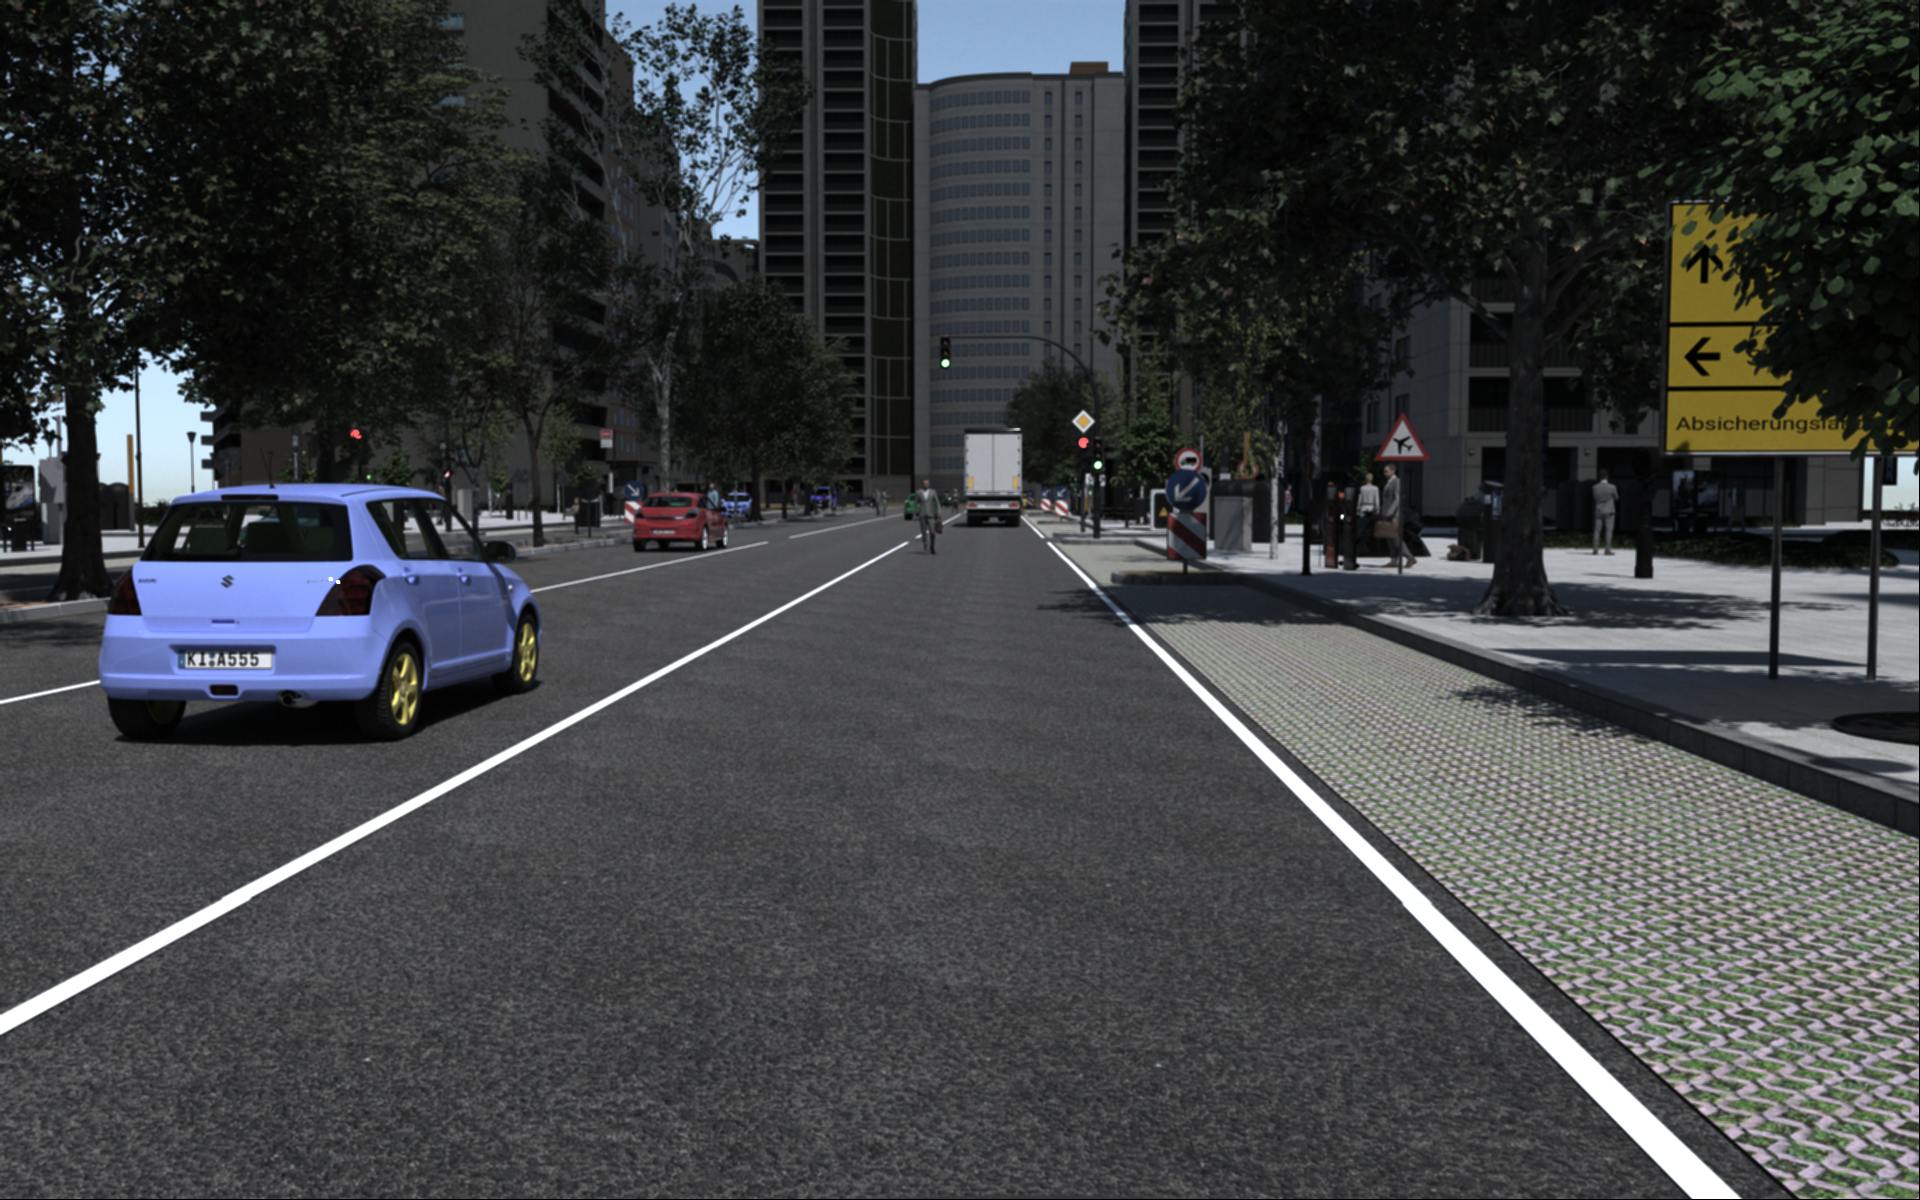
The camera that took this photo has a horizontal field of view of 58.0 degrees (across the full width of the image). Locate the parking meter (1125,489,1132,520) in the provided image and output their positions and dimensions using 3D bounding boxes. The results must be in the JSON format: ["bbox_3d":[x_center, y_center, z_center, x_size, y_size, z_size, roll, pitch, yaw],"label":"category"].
[{"bbox_3d":[8.236,-4.664,84.674,0.372,1.533,0.369,0,3,0],"label":"parking meter"}]

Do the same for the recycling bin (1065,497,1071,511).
[{"bbox_3d":[8.282,-7.091,128.485,0.722,1.027,0.722,-2,4,-30],"label":"recycling bin"}]

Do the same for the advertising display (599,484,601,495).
[{"bbox_3d":[-21.481,-5.997,103.260,0.123,1.923,0.974,-1,4,-11],"label":"advertising display"}]

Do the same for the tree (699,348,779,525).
[{"bbox_3d":[-10.424,-7.802,80.389,4.360,8.622,3.978,0,3,0],"label":"tree"}]

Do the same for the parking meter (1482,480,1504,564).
[{"bbox_3d":[9.871,-1.445,32.040,0.372,1.533,0.369,0,3,0],"label":"parking meter"}]

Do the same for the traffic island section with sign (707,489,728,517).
[{"bbox_3d":[-15.726,-6.188,109.796,1.989,1.847,2.006,0,4,1],"label":"traffic island section with sign"}]

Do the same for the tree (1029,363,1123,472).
[{"bbox_3d":[8.578,-11.526,122.865,7.601,10.594,8.767,-1,4,-15],"label":"tree"}]

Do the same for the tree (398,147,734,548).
[{"bbox_3d":[-10.976,-6.629,45.261,8.767,10.594,7.601,0,4,1],"label":"tree"}]

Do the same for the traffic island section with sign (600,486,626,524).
[{"bbox_3d":[-16.335,-4.539,82.847,1.989,1.847,2.006,0,4,1],"label":"traffic island section with sign"}]

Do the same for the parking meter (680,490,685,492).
[{"bbox_3d":[-18.725,-6.629,116.802,0.372,1.533,0.369,0,3,0],"label":"parking meter"}]

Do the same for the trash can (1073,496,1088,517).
[{"bbox_3d":[7.002,-5.331,98.811,0.748,1.137,0.748,0,3,0],"label":"trash can"}]

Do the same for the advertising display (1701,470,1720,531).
[{"bbox_3d":[20.220,-2.573,47.290,0.974,1.923,0.123,0,4,0],"label":"advertising display"}]

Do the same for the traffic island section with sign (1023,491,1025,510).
[{"bbox_3d":[6.413,-9.261,160.043,1.989,1.847,2.006,0,4,1],"label":"traffic island section with sign"}]

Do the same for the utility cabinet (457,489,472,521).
[{"bbox_3d":[-23.210,-4.432,81.144,0.318,1.500,1.173,0,4,3],"label":"utility cabinet"}]

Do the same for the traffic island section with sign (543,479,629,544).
[{"bbox_3d":[-10.921,-2.583,50.364,2.006,1.907,1.989,0,4,1],"label":"traffic island section with sign"}]

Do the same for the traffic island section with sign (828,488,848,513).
[{"bbox_3d":[-9.080,-7.630,132.890,2.006,1.907,1.989,0,4,1],"label":"traffic island section with sign"}]

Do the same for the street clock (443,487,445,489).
[{"bbox_3d":[-23.268,-4.511,78.319,0.358,2.002,0.471,-1,4,-13],"label":"street clock"}]

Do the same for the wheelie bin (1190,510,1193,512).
[{"bbox_3d":[11.009,-4.543,82.185,0.693,1.594,0.980,1,4,9],"label":"wheelie bin"}]

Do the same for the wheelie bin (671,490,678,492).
[{"bbox_3d":[-20.726,-7.191,125.474,0.980,1.594,0.693,1,4,13],"label":"wheelie bin"}]

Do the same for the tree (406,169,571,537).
[{"bbox_3d":[-10.963,-5.282,39.173,4.360,8.622,3.978,0,3,0],"label":"tree"}]

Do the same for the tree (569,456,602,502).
[{"bbox_3d":[-18.703,-5.643,86.866,1.663,3.219,1.824,0,3,0],"label":"tree"}]

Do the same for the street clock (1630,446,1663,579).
[{"bbox_3d":[10.407,-1.329,26.302,0.358,2.002,0.471,-1,4,-19],"label":"street clock"}]

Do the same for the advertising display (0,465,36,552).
[{"bbox_3d":[-20.934,-2.035,38.479,0.123,1.923,0.974,1,4,11],"label":"advertising display"}]

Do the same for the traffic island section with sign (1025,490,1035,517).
[{"bbox_3d":[5.278,-6.159,109.319,1.989,1.847,2.006,0,4,1],"label":"traffic island section with sign"}]

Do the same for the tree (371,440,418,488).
[{"bbox_3d":[-20.310,-4.145,62.372,1.663,3.219,1.824,0,3,0],"label":"tree"}]

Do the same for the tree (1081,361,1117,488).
[{"bbox_3d":[7.577,-7.551,73.815,4.737,8.622,4.395,0,3,0],"label":"tree"}]

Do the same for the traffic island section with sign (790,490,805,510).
[{"bbox_3d":[-14.620,-9.257,159.984,1.989,1.847,2.006,0,4,1],"label":"traffic island section with sign"}]

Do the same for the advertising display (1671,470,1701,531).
[{"bbox_3d":[19.194,-2.488,45.891,0.123,1.923,0.974,-1,4,-12],"label":"advertising display"}]

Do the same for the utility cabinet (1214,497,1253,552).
[{"bbox_3d":[6.170,-1.709,39.111,0.306,1.237,1.020,-2,4,-30],"label":"utility cabinet"}]

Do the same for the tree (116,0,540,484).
[{"bbox_3d":[-11.661,-6.798,31.725,7.486,12.596,7.792,0,3,0],"label":"tree"}]

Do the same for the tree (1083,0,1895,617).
[{"bbox_3d":[6.096,-6.184,18.112,9.611,12.733,9.660,0,3,0],"label":"tree"}]

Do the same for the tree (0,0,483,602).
[{"bbox_3d":[-11.800,-6.338,23.089,9.611,12.733,9.660,0,3,0],"label":"tree"}]

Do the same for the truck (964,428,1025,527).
[{"bbox_3d":[1.573,-5.523,79.211,2.839,4.237,11.283,0,4,2],"label":"truck"}]

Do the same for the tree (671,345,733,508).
[{"bbox_3d":[-18.265,-12.947,129.807,7.486,12.596,7.792,0,3,0],"label":"tree"}]

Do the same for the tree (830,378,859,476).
[{"bbox_3d":[-9.705,-9.748,96.243,8.767,10.594,7.601,0,4,1],"label":"tree"}]

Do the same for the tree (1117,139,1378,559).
[{"bbox_3d":[5.955,-5.112,33.950,4.737,8.622,4.395,0,3,0],"label":"tree"}]

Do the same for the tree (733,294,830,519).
[{"bbox_3d":[-10.451,-8.394,74.112,8.767,10.594,7.601,0,4,1],"label":"tree"}]

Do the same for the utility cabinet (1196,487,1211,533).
[{"bbox_3d":[8.326,-2.937,56.697,1.173,1.500,0.318,0,4,7],"label":"utility cabinet"}]

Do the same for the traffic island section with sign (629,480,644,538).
[{"bbox_3d":[-10.747,-3.036,57.769,2.006,1.907,1.989,0,4,1],"label":"traffic island section with sign"}]

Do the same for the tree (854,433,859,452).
[{"bbox_3d":[-9.073,-10.272,120.760,4.737,8.622,4.395,0,3,0],"label":"tree"}]

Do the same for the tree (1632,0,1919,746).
[{"bbox_3d":[5.372,-1.554,9.122,4.285,4.588,4.351,0,3,0],"label":"tree"}]

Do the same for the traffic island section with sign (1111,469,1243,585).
[{"bbox_3d":[3.470,-1.186,28.014,1.989,1.847,2.006,0,4,1],"label":"traffic island section with sign"}]

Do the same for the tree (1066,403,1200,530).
[{"bbox_3d":[6.880,-4.788,62.004,4.285,4.588,4.351,0,3,0],"label":"tree"}]

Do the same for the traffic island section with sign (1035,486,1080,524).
[{"bbox_3d":[4.684,-4.510,82.370,1.989,1.847,2.006,0,4,1],"label":"traffic island section with sign"}]

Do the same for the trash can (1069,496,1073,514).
[{"bbox_3d":[7.259,-5.957,109.054,0.748,1.137,0.748,0,3,0],"label":"trash can"}]

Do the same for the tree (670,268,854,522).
[{"bbox_3d":[-10.338,-10.267,87.337,9.611,12.733,9.660,0,3,0],"label":"tree"}]

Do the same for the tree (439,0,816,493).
[{"bbox_3d":[-11.973,-12.558,63.663,12.611,20.169,13.585,0,3,0],"label":"tree"}]

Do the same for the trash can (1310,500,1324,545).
[{"bbox_3d":[9.078,-1.972,43.893,0.748,1.137,0.748,0,3,0],"label":"trash can"}]

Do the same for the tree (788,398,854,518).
[{"bbox_3d":[-9.606,-9.928,115.146,4.737,8.622,4.395,0,3,0],"label":"tree"}]

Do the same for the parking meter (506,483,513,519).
[{"bbox_3d":[-22.759,-5.001,87.483,0.255,1.863,0.399,0,4,7],"label":"parking meter"}]

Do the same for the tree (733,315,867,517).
[{"bbox_3d":[-9.684,-11.507,108.731,7.486,12.596,7.792,0,3,0],"label":"tree"}]

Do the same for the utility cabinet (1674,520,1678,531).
[{"bbox_3d":[23.874,-2.833,57.474,0.306,1.237,1.020,2,4,26],"label":"utility cabinet"}]

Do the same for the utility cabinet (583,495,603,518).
[{"bbox_3d":[-19.477,-4.933,91.811,1.020,1.237,0.306,1,4,17],"label":"utility cabinet"}]

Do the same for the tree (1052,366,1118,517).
[{"bbox_3d":[7.276,-9.019,97.819,4.360,8.622,3.978,0,3,0],"label":"tree"}]
